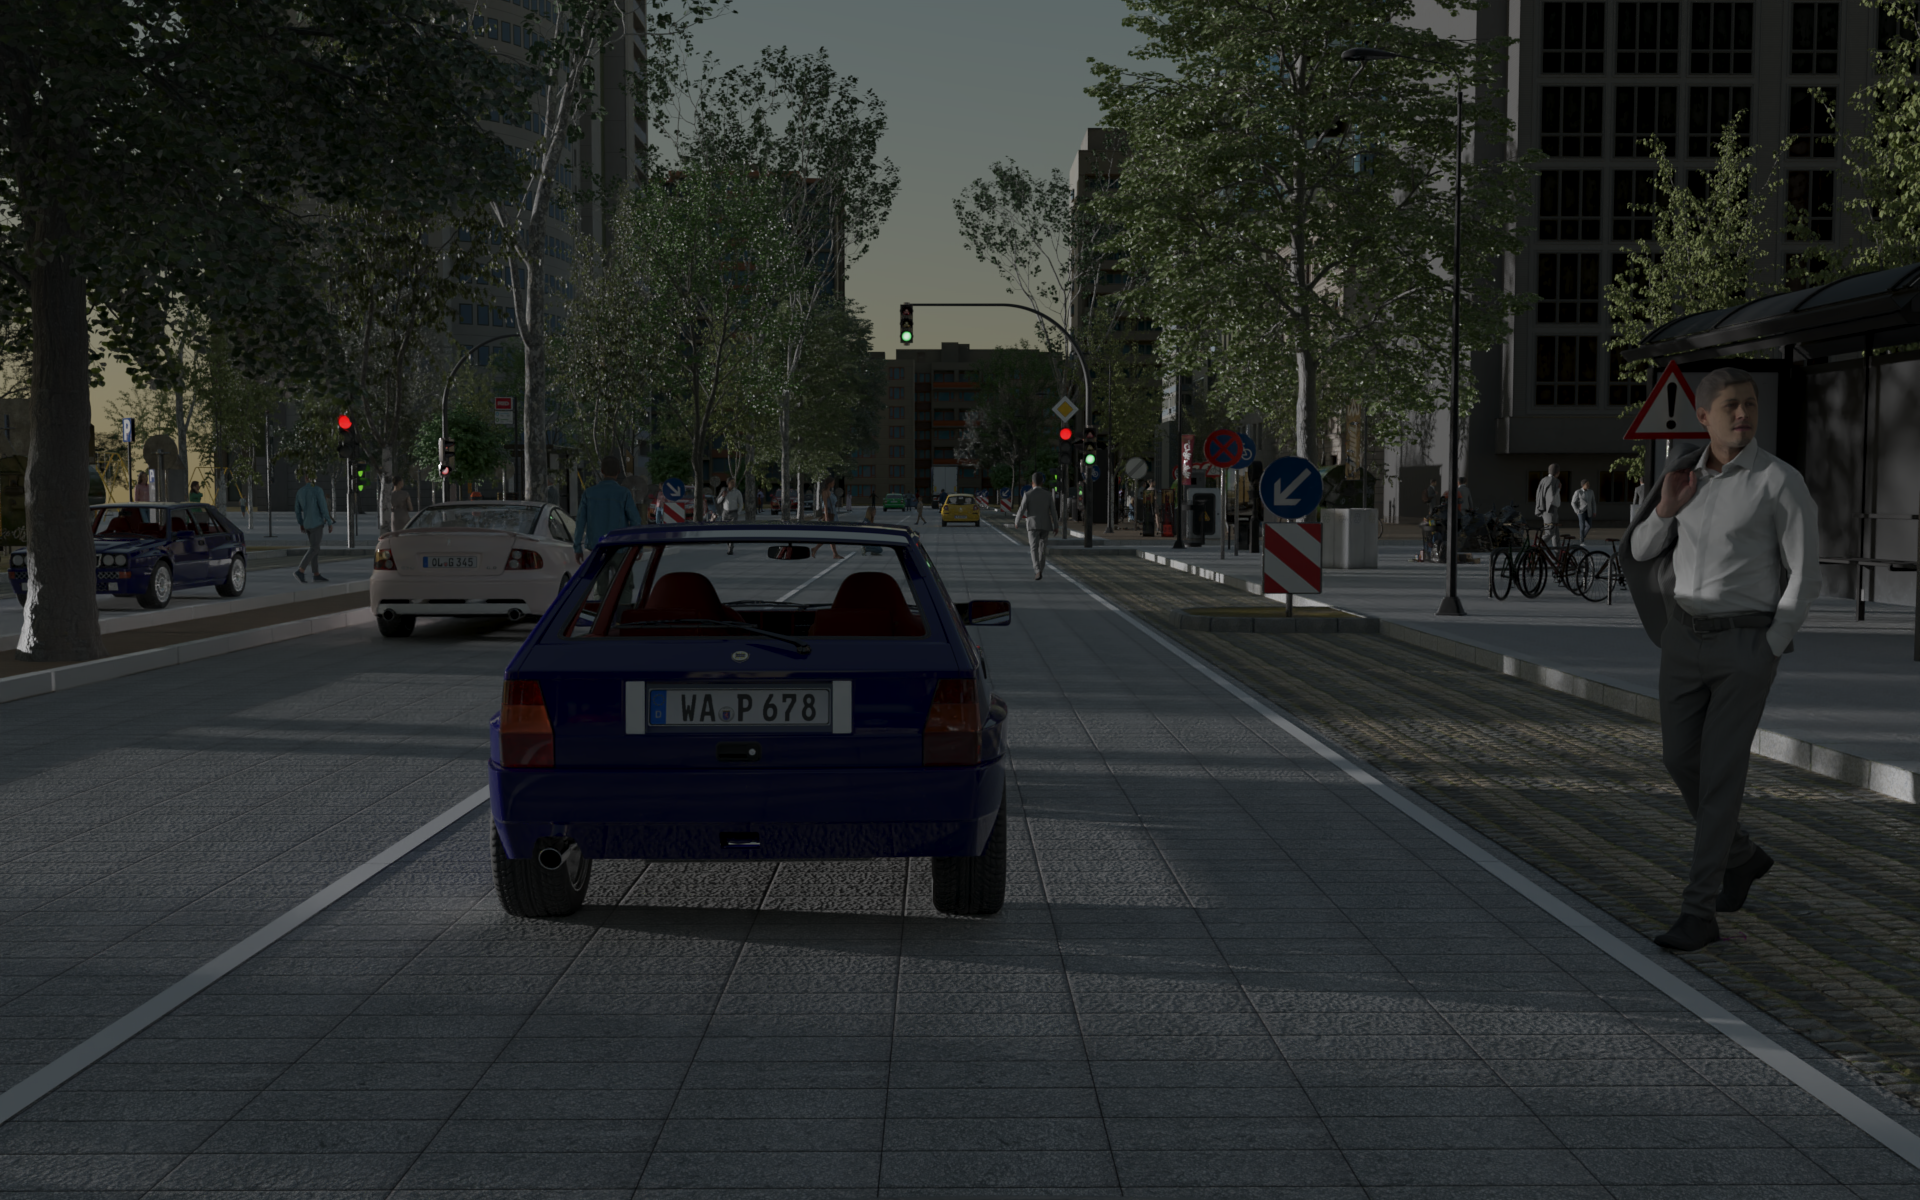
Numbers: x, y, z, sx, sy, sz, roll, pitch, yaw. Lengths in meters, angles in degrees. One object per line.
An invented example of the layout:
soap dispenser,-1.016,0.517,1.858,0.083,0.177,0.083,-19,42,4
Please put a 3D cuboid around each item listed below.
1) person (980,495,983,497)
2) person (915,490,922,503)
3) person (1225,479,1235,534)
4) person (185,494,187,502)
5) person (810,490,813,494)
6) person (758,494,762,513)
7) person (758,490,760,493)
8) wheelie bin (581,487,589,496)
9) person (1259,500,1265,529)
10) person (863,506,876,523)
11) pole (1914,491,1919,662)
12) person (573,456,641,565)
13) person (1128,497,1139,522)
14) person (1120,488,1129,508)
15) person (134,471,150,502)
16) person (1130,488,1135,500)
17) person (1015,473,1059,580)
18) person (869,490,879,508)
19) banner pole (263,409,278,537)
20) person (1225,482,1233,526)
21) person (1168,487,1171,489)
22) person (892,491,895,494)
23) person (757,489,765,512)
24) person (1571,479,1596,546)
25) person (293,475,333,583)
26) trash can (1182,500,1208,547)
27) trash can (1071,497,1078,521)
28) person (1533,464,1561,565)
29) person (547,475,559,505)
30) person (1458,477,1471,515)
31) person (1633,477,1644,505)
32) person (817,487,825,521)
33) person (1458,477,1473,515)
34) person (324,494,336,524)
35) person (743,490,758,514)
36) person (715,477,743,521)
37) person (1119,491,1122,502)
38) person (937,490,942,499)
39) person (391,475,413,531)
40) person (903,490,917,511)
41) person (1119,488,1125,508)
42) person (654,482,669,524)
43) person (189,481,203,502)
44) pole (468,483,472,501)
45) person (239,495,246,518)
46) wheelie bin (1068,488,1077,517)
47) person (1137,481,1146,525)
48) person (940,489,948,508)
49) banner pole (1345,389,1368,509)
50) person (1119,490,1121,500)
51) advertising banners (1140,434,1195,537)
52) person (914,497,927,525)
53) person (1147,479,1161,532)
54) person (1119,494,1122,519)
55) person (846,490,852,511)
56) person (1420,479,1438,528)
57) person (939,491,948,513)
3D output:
person,2.271,-10.411,179.662,0.756,1.711,0.436,2,4,30
person,-4.188,-10.091,173.446,0.705,1.831,1.348,-2,4,-35
person,8.627,-3.014,55.448,0.709,1.813,0.853,1,4,18
person,-27.361,-3.091,60.859,0.394,1.301,0.425,2,4,33
person,-15.571,-10.520,180.636,1.348,1.807,0.705,-1,4,-19
person,-15.047,-7.246,130.234,0.557,1.426,1.065,-1,4,-14
person,-22.308,-11.357,192.404,0.621,1.740,0.551,0,4,6
wheelie bin,-16.812,-4.357,79.141,0.980,1.594,0.693,0,4,5
person,8.762,-2.695,50.773,0.598,1.740,0.731,2,4,32
person,-1.938,-1.609,40.303,0.738,1.151,1.012,1,4,14
pole,7.429,-1.182,13.162,0.158,3.312,0.155,0,3,0
person,-3.209,-0.427,15.831,0.601,1.785,0.444,0,4,2
person,8.205,-4.210,80.371,1.012,1.151,0.738,-3,5,-44
person,15.197,-9.480,160.979,0.705,1.831,1.348,-3,5,-39
person,-19.505,-2.164,41.437,0.388,1.821,0.555,1,4,22
person,12.050,-6.973,120.240,0.537,1.800,0.526,1,4,20
person,1.299,-1.236,28.977,0.678,1.792,0.850,-1,4,-11
person,-8.793,-10.285,176.674,1.348,1.821,0.705,3,4,39
banner pole,-20.518,-3.765,51.574,0.401,3.779,0.863,-1,4,-8
person,10.985,-3.915,70.035,0.580,1.828,0.573,-1,4,-12
person,14.640,-6.994,120.745,0.601,1.785,0.444,2,4,26
person,-6.228,-9.328,161.820,0.445,1.727,0.742,0,4,3
person,-15.745,-7.901,137.542,0.709,1.838,0.599,2,4,30
person,17.081,-2.394,47.481,0.661,1.843,0.795,0,4,-3
person,-10.555,-1.205,28.061,0.638,1.841,0.748,3,4,36
trash can,5.643,-1.857,42.021,0.748,1.137,0.748,0,3,0
trash can,5.566,-4.262,81.334,0.748,1.137,0.748,0,3,0
person,10.688,-1.542,31.358,0.850,1.850,0.679,0,4,8
person,-8.282,-1.583,34.553,0.590,1.801,0.661,0,4,3
person,16.646,-3.156,57.422,0.659,1.850,0.755,2,4,34
person,21.878,-3.020,55.380,0.622,1.834,0.822,1,4,10
person,-5.677,-3.822,71.735,0.760,1.731,0.466,-1,4,-23
person,14.885,-2.757,51.390,0.678,1.792,0.850,-2,4,-34
person,-26.732,-3.851,73.278,0.640,1.303,0.475,-1,4,-21
person,-14.892,-6.946,122.282,0.699,1.804,1.509,-2,4,-29
person,-5.476,-1.985,41.056,0.679,1.850,0.850,0,4,4
person,16.130,-10.163,172.081,0.709,1.838,0.599,2,4,35
person,-1.434,-8.259,143.491,1.348,1.831,0.705,3,4,37
person,-10.440,-1.444,32.445,0.599,1.781,0.374,0,4,-7
person,-4.286,-8.356,145.206,1.350,1.814,0.705,0,4,4
person,12.684,-7.901,136.042,0.721,1.723,1.217,0,4,-7
person,-9.652,-2.905,55.998,0.555,1.821,0.388,1,4,21
person,-20.858,-2.354,47.233,0.529,1.795,0.600,-1,4,-16
pole,-21.942,-5.119,77.535,0.158,3.312,0.155,0,3,0
person,-38.420,-5.019,92.795,0.332,1.250,0.352,1,4,21
wheelie bin,6.128,-5.356,95.478,0.980,1.594,0.693,-1,4,-16
person,7.627,-4.058,72.483,0.391,1.810,0.635,0,4,8
person,-1.114,-6.900,121.500,0.721,1.800,0.419,-3,5,-40
banner pole,8.760,-2.943,38.138,0.401,3.779,0.863,-2,4,-30
person,18.747,-11.976,201.939,1.350,1.814,0.705,2,4,30
advertising banners,6.153,-3.376,51.390,0.090,3.025,2.074,-3,5,-42
person,-1.854,-4.145,80.549,0.640,1.303,0.475,0,4,7
person,6.507,-3.161,58.059,0.374,1.781,0.599,-3,4,-38
person,7.917,-4.977,87.602,0.526,1.800,0.537,-2,4,-26
person,-9.283,-8.326,145.291,0.621,1.740,0.551,0,4,-5
person,17.166,-3.494,63.137,0.822,1.834,0.622,0,4,7
person,-1.267,-7.398,130.256,0.445,1.727,0.742,3,5,40
